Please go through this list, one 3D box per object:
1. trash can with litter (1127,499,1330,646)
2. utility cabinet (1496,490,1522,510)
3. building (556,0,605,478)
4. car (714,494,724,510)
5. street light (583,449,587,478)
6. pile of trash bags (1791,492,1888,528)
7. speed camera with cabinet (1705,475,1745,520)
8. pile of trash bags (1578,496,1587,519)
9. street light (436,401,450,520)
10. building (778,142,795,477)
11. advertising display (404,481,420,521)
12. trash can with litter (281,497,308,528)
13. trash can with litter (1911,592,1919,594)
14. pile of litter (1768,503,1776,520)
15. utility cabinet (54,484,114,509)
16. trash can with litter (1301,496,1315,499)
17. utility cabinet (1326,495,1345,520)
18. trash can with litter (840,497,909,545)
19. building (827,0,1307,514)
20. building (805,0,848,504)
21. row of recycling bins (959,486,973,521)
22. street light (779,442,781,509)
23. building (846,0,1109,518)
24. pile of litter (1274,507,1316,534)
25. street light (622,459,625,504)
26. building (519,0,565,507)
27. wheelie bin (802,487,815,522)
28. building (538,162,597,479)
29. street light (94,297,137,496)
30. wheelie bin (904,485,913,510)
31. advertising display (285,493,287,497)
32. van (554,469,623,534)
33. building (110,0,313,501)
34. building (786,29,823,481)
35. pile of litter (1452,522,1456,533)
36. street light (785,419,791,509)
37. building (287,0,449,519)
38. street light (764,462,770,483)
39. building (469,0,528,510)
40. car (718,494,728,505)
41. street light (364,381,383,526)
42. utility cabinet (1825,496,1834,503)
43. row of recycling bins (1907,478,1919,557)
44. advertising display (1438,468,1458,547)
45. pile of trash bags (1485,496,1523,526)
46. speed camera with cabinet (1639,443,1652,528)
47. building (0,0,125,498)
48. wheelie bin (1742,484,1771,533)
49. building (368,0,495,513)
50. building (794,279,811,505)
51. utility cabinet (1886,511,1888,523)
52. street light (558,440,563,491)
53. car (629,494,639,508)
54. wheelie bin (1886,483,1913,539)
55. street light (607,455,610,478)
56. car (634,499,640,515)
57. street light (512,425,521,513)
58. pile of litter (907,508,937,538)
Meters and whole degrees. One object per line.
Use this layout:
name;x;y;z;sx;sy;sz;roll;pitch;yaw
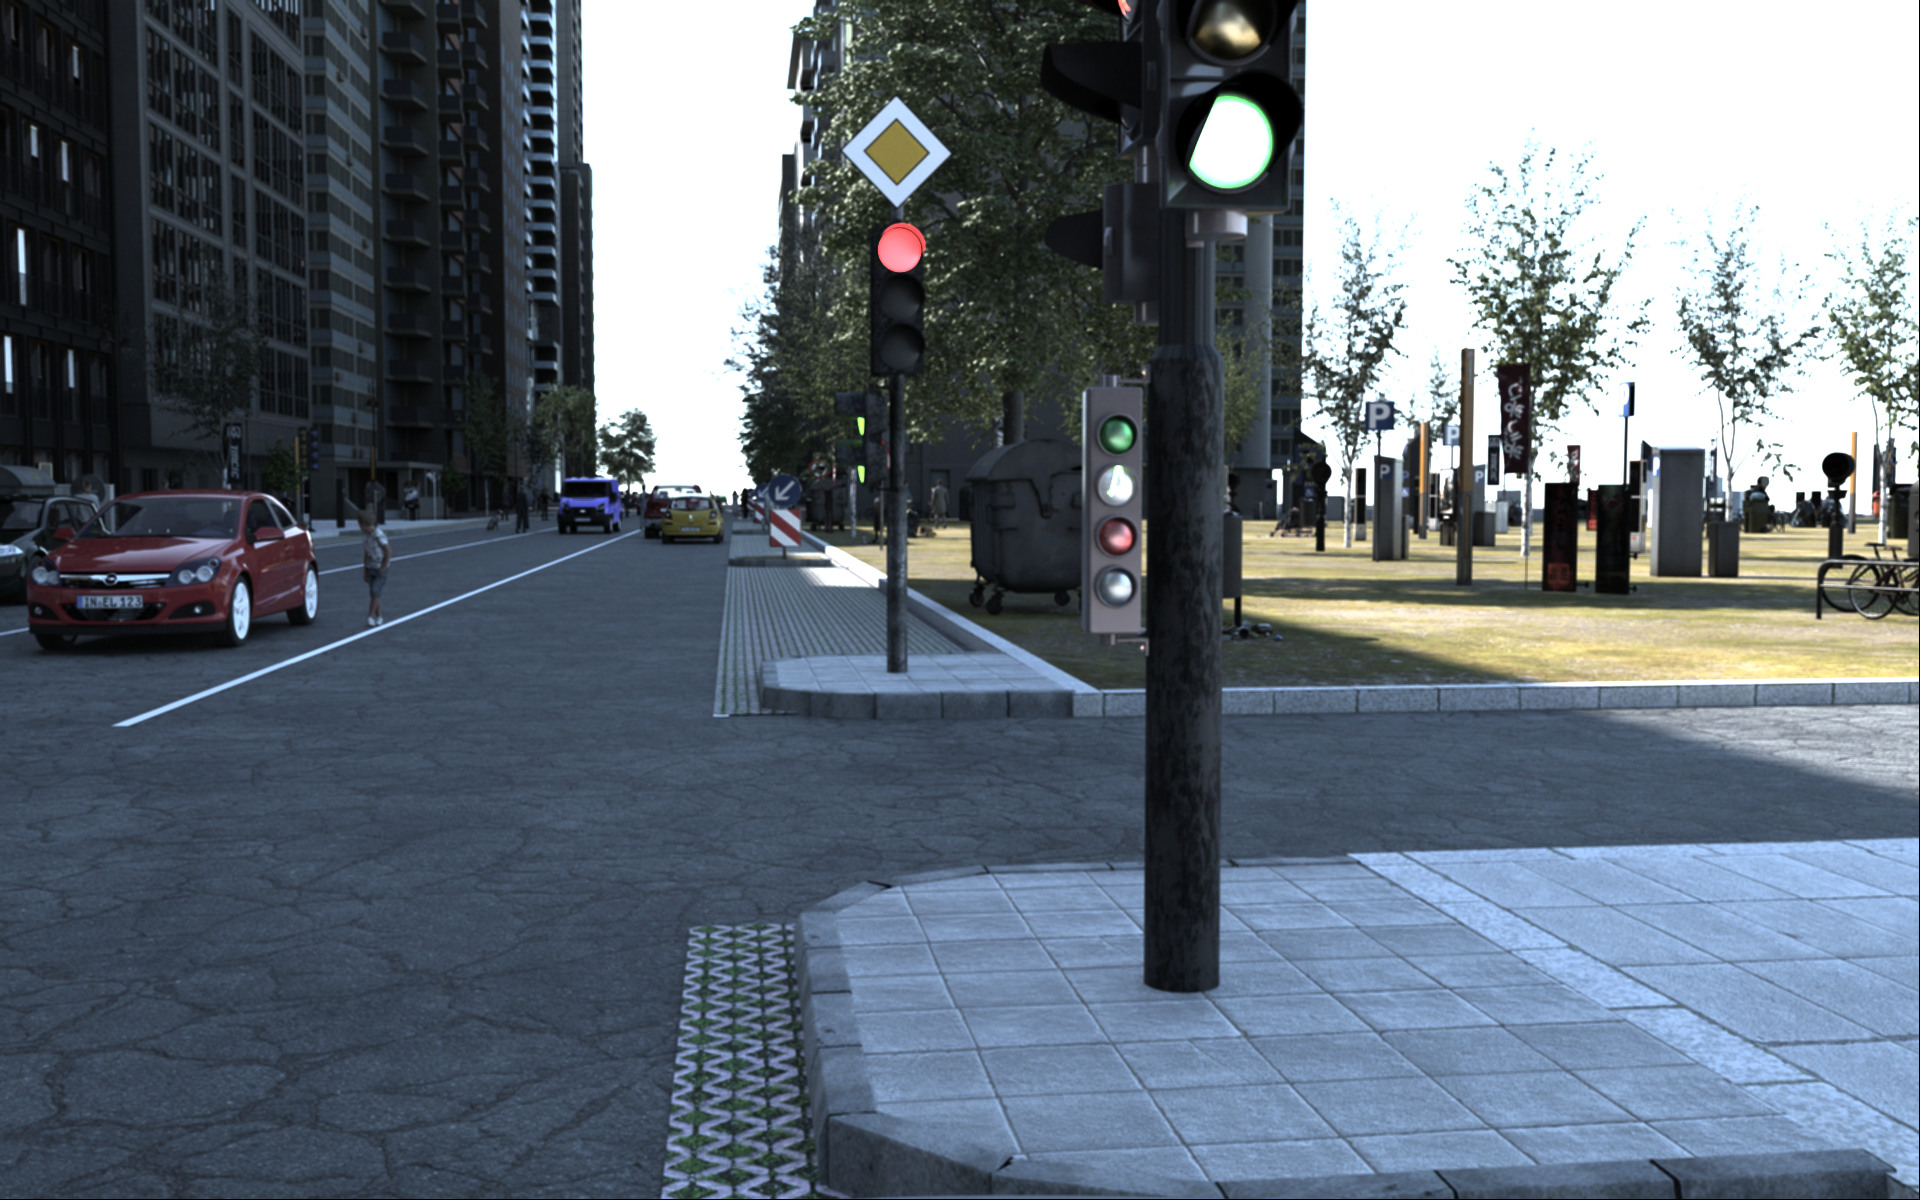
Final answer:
trash can with litter;2.076;-0.270;15.477;1.678;1.210;2.233;3;4;38
utility cabinet;27.450;-4.766;86.606;1.173;1.500;0.318;0;4;2
building;-56.770;-47.976;222.663;20.563;71.187;20.611;0;4;-7
car;-20.099;-7.819;139.634;2.131;1.459;4.920;0;4;-7
street light;-36.587;-12.008;169.113;0.468;5.910;1.993;0;4;-7
pile of trash bags;33.409;-3.429;65.819;3.447;1.369;1.912;2;4;35
speed camera with cabinet;37.696;-5.559;85.228;0.660;3.252;2.038;-2;4;-27
pile of trash bags;32.206;-4.830;88.729;1.912;1.369;3.447;-1;4;-16
street light;-25.765;-6.957;86.538;0.468;5.910;1.993;0;4;-7
building;-13.716;-37.434;235.747;21.300;48.544;21.600;0;4;-7
advertising display;-26.347;-4.774;83.271;0.974;1.923;0.123;2;4;30
trash can with litter;-24.459;-3.181;63.396;0.624;1.170;1.055;2;4;23
trash can with litter;13.244;-0.687;22.297;2.233;1.210;1.678;0;4;2
pile of litter;37.391;-4.068;80.484;1.719;0.858;1.176;-3;5;-45
utility cabinet;-19.573;-1.838;38.734;1.173;1.500;0.318;-1;4;-9
trash can with litter;10.021;-2.499;51.922;2.233;1.210;1.678;0;4;6
utility cabinet;18.455;-4.522;85.089;0.306;1.237;1.020;-2;4;-33
trash can with litter;-2.098;-2.047;44.524;1.678;1.210;2.233;-1;4;-16
building;6.651;-26.167;119.708;32.217;40.220;23.993;0;4;-7
building;-0.968;-32.186;145.856;23.786;49.044;30.456;0;4;-7
row of recycling bins;1.711;-4.690;83.801;3.534;1.692;1.069;-1;4;-10
street light;-13.863;-9.807;133.135;0.468;5.910;1.993;0;4;-7
building;0.423;-25.394;98.786;14.154;41.232;14.086;0;4;-7
pile of litter;11.028;-2.608;56.606;1.719;0.858;1.176;0;4;6
street light;-44.079;-15.549;227.011;0.468;5.910;1.993;0;4;-7
building;-53.061;-53.202;182.522;22.319;86.520;31.000;0;4;-7
wheelie bin;-6.744;-4.357;79.141;0.980;1.594;0.693;0;4;2
building;-51.274;-32.002;206.822;14.154;41.232;14.086;0;4;-7
street light;-19.882;-4.167;40.911;0.468;5.910;1.993;0;4;-7
wheelie bin;-2.205;-3.384;63.243;0.693;1.594;0.980;3;5;40
advertising display;-31.347;-4.563;79.820;0.123;1.923;0.974;1;4;10
van;-13.689;-3.653;64.105;2.240;2.365;5.245;0;4;-6
building;-33.918;-16.528;63.733;14.314;27.812;24.014;0;4;-7
building;-4.832;-37.183;197.178;28.713;52.752;27.495;0;4;-7
pile of litter;16.922;-2.676;57.718;1.719;0.858;1.176;2;4;28
street light;-10.337;-8.035;104.158;0.468;5.910;1.993;0;4;-7
building;-45.845;-24.595;94.005;32.217;40.220;23.993;0;4;-7
street light;-20.999;-13.089;186.785;0.468;5.910;1.993;0;4;-7
building;-43.701;-30.109;142.397;14.600;45.320;14.200;0;4;-7
car;-32.136;-13.713;233.008;1.959;1.807;4.718;0;4;-7
street light;-23.617;-5.937;69.861;0.468;5.910;1.993;0;4;-7
utility cabinet;38.294;-3.972;76.097;0.306;1.237;1.020;3;5;42
row of recycling bins;20.006;-1.640;33.921;1.069;1.692;3.534;-1;4;-10
advertising display;12.036;-2.294;42.716;0.123;1.923;0.974;0;4;-5
pile of trash bags;20.689;-3.632;69.132;3.447;1.369;1.912;-1;4;-8
speed camera with cabinet;26.485;-4.385;66.026;0.660;3.252;2.038;-1;4;-10
building;-30.506;-13.075;43.446;12.332;23.373;15.834;0;4;-7
wheelie bin;26.063;-2.986;56.726;0.693;1.594;0.980;-1;4;-9
building;-45.087;-28.498;120.563;22.147;44.769;28.867;0;4;-7
building;-13.859;-27.274;217.629;14.160;30.474;14.107;0;4;-7
utility cabinet;41.672;-4.049;77.358;0.306;1.237;1.020;-1;4;-22
street light;-33.329;-10.508;144.589;0.468;5.910;1.993;0;4;-7
car;-32.484;-10.038;173.904;2.009;1.686;4.222;0;4;-6
wheelie bin;27.026;-2.550;49.608;0.980;1.594;0.693;1;4;11
street light;-40.228;-13.779;198.075;0.468;5.910;1.993;0;4;-7
car;-21.474;-6.791;120.076;2.155;1.783;4.494;-1;4;-9
street light;-29.637;-8.737;115.634;0.468;5.910;1.993;0;4;-7
pile of litter;-1.190;-2.285;51.322;1.176;0.858;1.719;2;4;29
